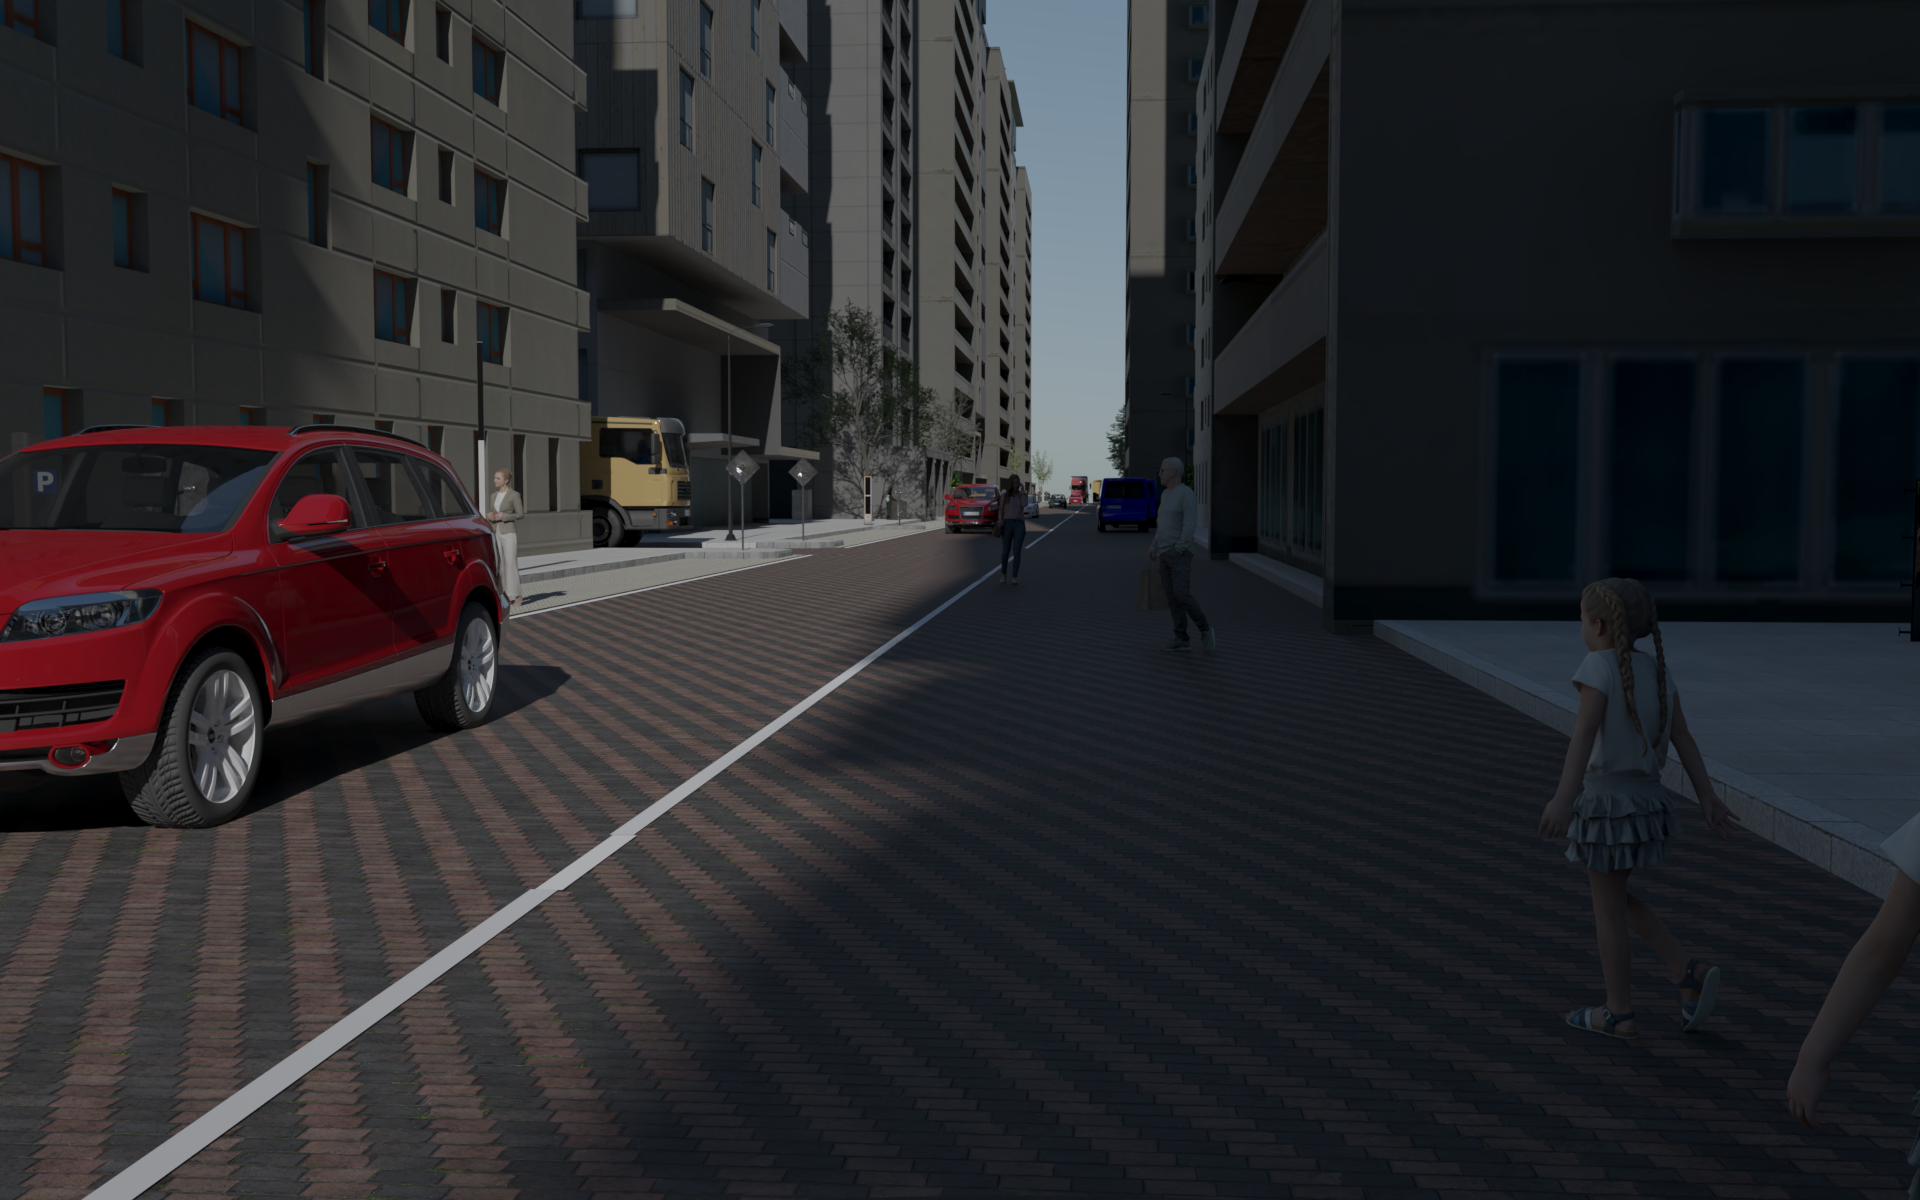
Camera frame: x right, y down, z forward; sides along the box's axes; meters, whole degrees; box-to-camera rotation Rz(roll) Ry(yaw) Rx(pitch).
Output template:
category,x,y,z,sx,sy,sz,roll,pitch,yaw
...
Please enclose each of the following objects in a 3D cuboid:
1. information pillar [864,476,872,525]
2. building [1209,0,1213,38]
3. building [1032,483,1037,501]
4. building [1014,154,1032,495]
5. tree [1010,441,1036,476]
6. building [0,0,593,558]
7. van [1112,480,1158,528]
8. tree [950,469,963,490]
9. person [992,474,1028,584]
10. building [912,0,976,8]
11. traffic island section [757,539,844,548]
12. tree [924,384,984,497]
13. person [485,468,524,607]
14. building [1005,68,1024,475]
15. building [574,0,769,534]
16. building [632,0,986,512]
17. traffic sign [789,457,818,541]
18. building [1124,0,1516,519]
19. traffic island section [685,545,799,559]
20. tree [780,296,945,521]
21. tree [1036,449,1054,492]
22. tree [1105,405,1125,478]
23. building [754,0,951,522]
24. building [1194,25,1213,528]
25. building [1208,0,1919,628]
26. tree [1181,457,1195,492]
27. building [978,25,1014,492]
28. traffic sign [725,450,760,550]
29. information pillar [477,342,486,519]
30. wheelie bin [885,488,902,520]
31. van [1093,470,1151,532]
category,x,y,z,sx,sy,sz,roll,pitch,yaw
information pillar,-3.804,-4.086,71.305,0.304,2.012,0.304,-1,4,-9
building,19.338,-26.501,83.399,14.600,45.320,14.200,0,4,5
building,-4.473,-35.197,267.349,32.217,40.220,23.993,0,4,5
building,-1.022,-37.932,243.897,21.300,48.544,21.600,0,4,5
tree,5.285,-15.224,199.272,4.737,8.622,4.395,0,3,0
building,-24.048,-11.126,26.958,28.899,21.520,27.650,0,4,5
van,7.568,-4.349,75.483,2.240,2.365,5.245,0,4,4
tree,-0.457,-7.777,121.757,1.663,3.219,1.824,0,3,0
person,0.816,-1.143,27.779,0.593,1.750,0.643,0,4,8
building,-10.195,-31.167,133.288,21.300,48.544,21.600,0,4,5
traffic island section,-4.307,-1.534,47.365,2.009,0.180,2.903,0,4,5
tree,-0.601,-10.152,116.355,4.360,8.622,3.978,0,3,0
person,-5.822,-0.794,22.024,0.519,1.759,0.362,2,4,25
building,-6.829,-38.558,219.660,28.713,52.752,27.495,0,4,5
building,-20.599,-28.932,62.272,28.713,52.752,27.495,0,4,5
building,-11.720,-34.779,157.868,28.713,52.752,27.495,0,4,5
traffic sign,-4.283,-2.670,47.302,0.795,2.450,0.064,0,4,5
building,21.317,-29.687,109.077,21.300,48.544,21.600,0,4,5
traffic island section,-4.961,-1.047,39.407,2.009,0.180,2.903,0,4,5
tree,-4.399,-9.009,81.717,8.767,10.594,7.601,-3,5,-39
tree,13.188,-20.252,281.476,4.737,8.622,4.395,0,3,0
tree,20.586,-17.516,204.506,7.486,12.596,7.792,0,3,0
building,-11.120,-40.292,97.026,20.563,71.187,20.611,0,4,5
building,23.453,-13.154,60.107,28.899,21.520,27.650,0,4,5
building,15.278,-24.590,25.747,21.300,48.544,21.600,0,4,5
tree,13.029,-6.388,99.044,1.663,3.219,1.824,0,3,0
building,-5.867,-34.153,182.108,21.300,48.544,21.600,0,4,5
traffic sign,-4.937,-2.184,39.343,0.795,2.450,0.064,0,4,5
information pillar,-7.444,-2.178,26.960,0.183,3.616,0.504,-1,4,-14
wheelie bin,-3.239,-4.767,85.841,0.693,1.594,0.980,3,4,36
van,6.250,-3.807,66.621,2.240,2.365,5.245,0,4,3
